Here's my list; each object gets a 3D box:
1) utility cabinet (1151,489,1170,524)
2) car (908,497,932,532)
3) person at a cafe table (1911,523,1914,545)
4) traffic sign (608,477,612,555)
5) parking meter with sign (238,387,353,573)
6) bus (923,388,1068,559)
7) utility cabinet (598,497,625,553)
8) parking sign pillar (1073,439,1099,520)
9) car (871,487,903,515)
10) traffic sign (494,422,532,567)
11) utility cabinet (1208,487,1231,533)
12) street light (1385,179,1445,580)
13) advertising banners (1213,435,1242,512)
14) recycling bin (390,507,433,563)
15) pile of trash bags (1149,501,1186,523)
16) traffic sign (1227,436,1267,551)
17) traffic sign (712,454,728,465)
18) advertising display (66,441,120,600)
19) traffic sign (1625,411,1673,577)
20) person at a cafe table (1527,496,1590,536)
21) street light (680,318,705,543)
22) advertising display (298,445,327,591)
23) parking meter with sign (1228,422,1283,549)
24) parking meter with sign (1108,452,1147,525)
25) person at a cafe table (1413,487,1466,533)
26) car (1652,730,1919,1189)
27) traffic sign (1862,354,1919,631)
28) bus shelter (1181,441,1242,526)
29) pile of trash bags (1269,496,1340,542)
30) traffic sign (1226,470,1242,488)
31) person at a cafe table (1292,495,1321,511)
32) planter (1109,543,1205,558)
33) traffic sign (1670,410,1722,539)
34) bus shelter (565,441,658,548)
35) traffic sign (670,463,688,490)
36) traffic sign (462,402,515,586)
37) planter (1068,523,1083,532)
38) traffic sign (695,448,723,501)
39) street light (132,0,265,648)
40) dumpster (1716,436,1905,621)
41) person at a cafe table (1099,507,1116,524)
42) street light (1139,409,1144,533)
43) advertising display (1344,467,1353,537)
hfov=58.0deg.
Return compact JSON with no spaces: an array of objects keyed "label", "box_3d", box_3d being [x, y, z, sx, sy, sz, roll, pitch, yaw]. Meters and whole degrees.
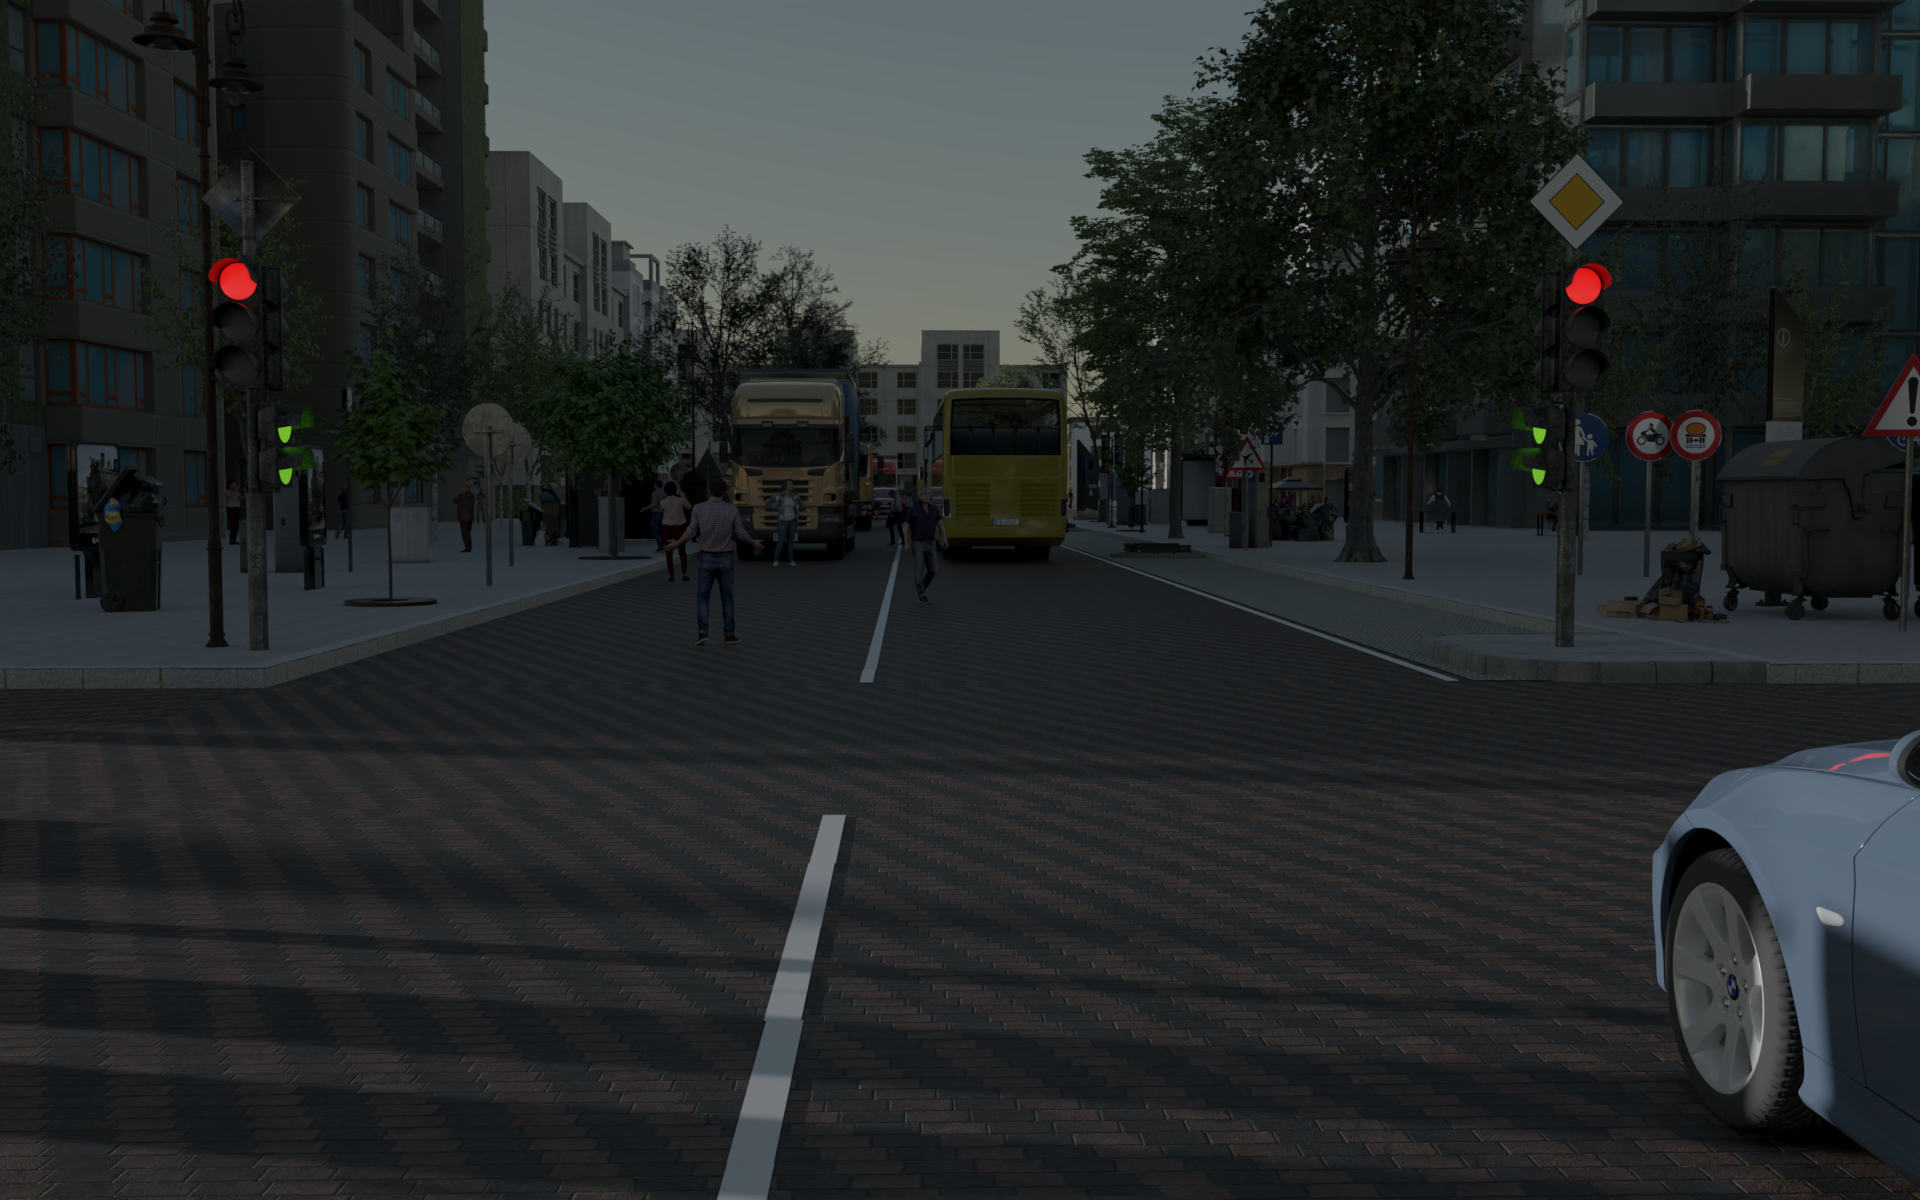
[{"label":"utility cabinet","box_3d":[8.613,-3.974,73.660,1.173,1.500,0.318,-3,5,-41]},{"label":"car","box_3d":[-0.986,-3.212,65.094,1.945,1.354,3.894,0,4,-3]},{"label":"person at a cafe table","box_3d":[23.814,-2.209,44.638,1.622,1.524,1.698,2,4,28]},{"label":"traffic sign","box_3d":[-7.371,-2.224,36.472,0.768,2.556,0.104,0,4,5]},{"label":"parking meter with sign","box_3d":[-10.869,-1.962,28.339,1.738,3.016,0.543,-1,4,-11]},{"label":"bus","box_3d":[0.683,-3.014,40.833,2.896,3.916,12.252,0,4,-2]},{"label":"utility cabinet","box_3d":[-7.653,-1.648,38.108,0.306,1.237,1.020,0,4,6]},{"label":"parking sign pillar","box_3d":[6.336,-5.956,85.847,1.447,3.967,1.447,3,5,40]},{"label":"car","box_3d":[-4.366,-5.636,100.814,2.281,1.827,5.304,0,4,-2]},{"label":"traffic sign","box_3d":[-7.939,-1.864,30.582,0.768,2.556,0.104,0,4,1]},{"label":"utility cabinet","box_3d":[8.659,-2.969,57.217,0.318,1.500,1.173,3,5,44]},{"label":"street light","box_3d":[6.744,-3.246,25.857,0.468,5.910,1.993,0,4,-2]},{"label":"advertising banners","box_3d":[6.982,-2.884,43.342,0.090,3.025,2.074,-2,4,-31]},{"label":"recycling bin","box_3d":[-10.305,-1.218,32.471,0.722,1.027,0.722,-1,4,-11]},{"label":"pile of trash bags","box_3d":[9.185,-4.215,78.661,1.912,1.369,3.447,-2,4,-30]},{"label":"traffic sign","box_3d":[6.459,-2.388,39.053,0.884,2.594,0.081,0,4,0]},{"label":"traffic sign","box_3d":[-7.726,-3.345,54.789,0.768,2.556,0.104,0,4,4]},{"label":"advertising display","box_3d":[-10.705,-0.993,21.450,0.123,1.923,0.974,0,4,4]},{"label":"traffic sign","box_3d":[10.587,-1.623,26.639,0.768,2.556,0.104,0,4,2]},{"label":"person at a cafe table","box_3d":[18.410,-2.608,53.510,1.698,1.238,1.726,1,4,10]},{"label":"street light","box_3d":[-7.036,-4.460,45.704,0.468,5.910,1.993,0,4,-2]},{"label":"advertising display","box_3d":[-8.746,-1.113,23.412,0.123,1.923,0.974,0,4,-7]},{"label":"parking meter with sign","box_3d":[7.041,-2.761,41.399,0.543,3.016,1.738,3,4,39]},{"label":"parking meter with sign","box_3d":[6.866,-4.601,71.491,1.738,3.016,0.543,-2,4,-26]},{"label":"person at a cafe table","box_3d":[15.844,-2.986,57.343,1.698,1.524,1.622,1,4,10]},{"label":"car","box_3d":[2.585,0.584,2.447,2.014,1.417,4.499,0,4,0]},{"label":"traffic sign","box_3d":[8.827,-0.986,16.129,0.884,2.594,0.081,0,4,3]},{"label":"bus shelter","box_3d":[9.740,-4.484,67.232,2.014,3.302,5.546,0,4,-1]},{"label":"pile of trash bags","box_3d":[9.766,-2.305,47.445,1.912,1.369,3.447,-3,5,-39]},{"label":"traffic sign","box_3d":[9.539,-3.658,59.805,0.884,2.594,0.081,0,4,8]},{"label":"person at a cafe table","box_3d":[15.644,-4.187,79.314,1.726,1.238,1.698,2,4,24]},{"label":"planter","box_3d":[4.426,-1.112,39.318,1.991,0.319,1.994,0,4,-2]},{"label":"traffic sign","box_3d":[11.129,-1.601,26.290,0.768,2.556,0.104,0,4,4]},{"label":"bus shelter","box_3d":[-8.711,-3.257,44.535,1.731,3.624,6.357,0,4,-2]},{"label":"traffic sign","box_3d":[-11.458,-4.313,70.622,0.768,2.556,0.104,0,4,8]},{"label":"traffic sign","box_3d":[-6.578,-1.469,24.131,0.768,2.556,0.104,0,4,8]},{"label":"planter","box_3d":[3.687,-2.790,66.749,1.991,0.319,1.994,0,4,-2]},{"label":"traffic sign","box_3d":[-7.167,-3.009,49.200,0.884,2.594,0.081,0,4,7]},{"label":"street light","box_3d":[-6.240,-2.543,14.371,0.468,5.910,1.993,0,4,-2]},{"label":"dumpster","box_3d":[8.976,-0.764,18.252,1.264,1.857,1.865,0,4,-1]},{"label":"person at a cafe table","box_3d":[7.231,-4.088,75.347,1.698,1.524,1.622,-3,5,-39]},{"label":"street light","box_3d":[6.014,-5.159,57.140,0.468,5.910,1.993,0,4,-2]},{"label":"advertising display","box_3d":[9.519,-2.218,41.486,0.974,1.923,0.123,-3,5,-44]}]
